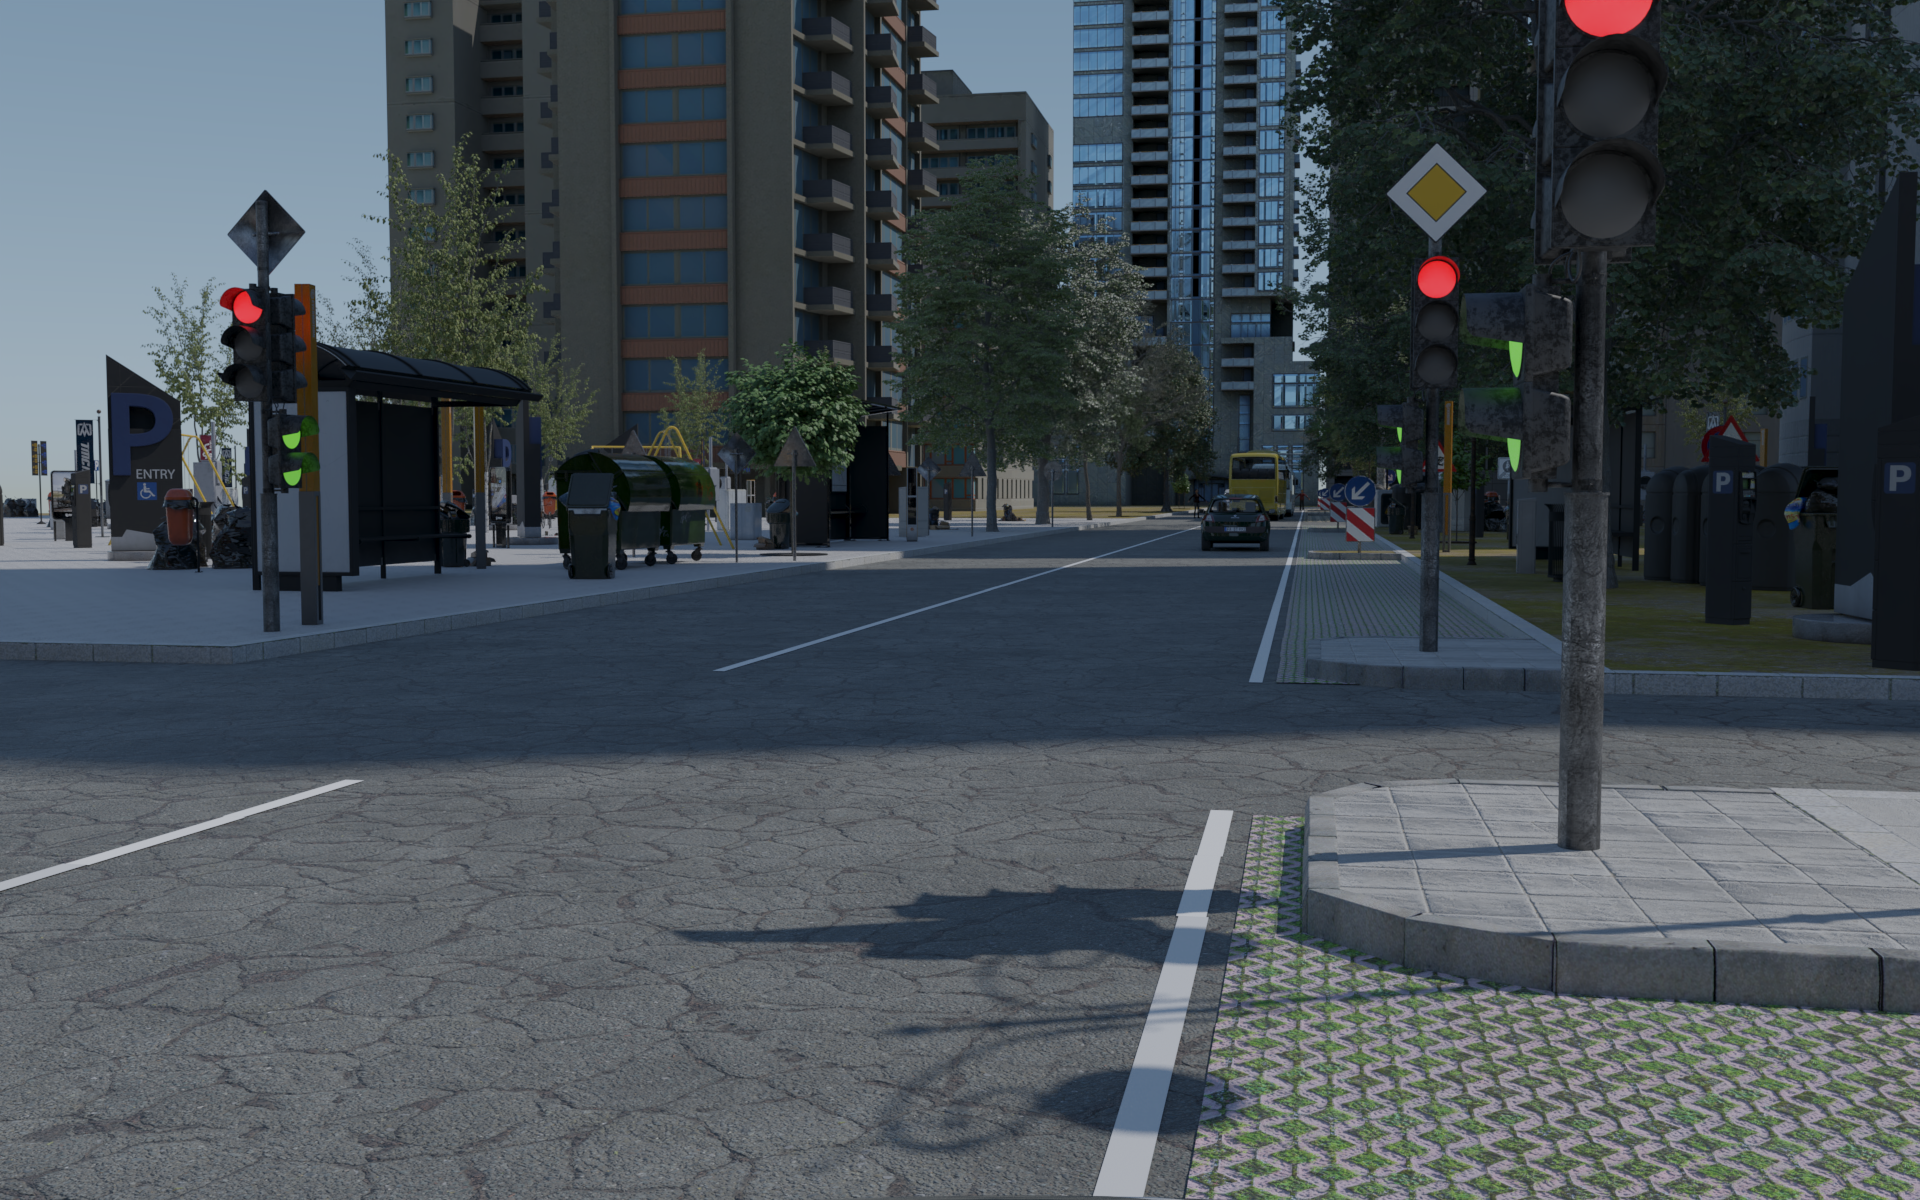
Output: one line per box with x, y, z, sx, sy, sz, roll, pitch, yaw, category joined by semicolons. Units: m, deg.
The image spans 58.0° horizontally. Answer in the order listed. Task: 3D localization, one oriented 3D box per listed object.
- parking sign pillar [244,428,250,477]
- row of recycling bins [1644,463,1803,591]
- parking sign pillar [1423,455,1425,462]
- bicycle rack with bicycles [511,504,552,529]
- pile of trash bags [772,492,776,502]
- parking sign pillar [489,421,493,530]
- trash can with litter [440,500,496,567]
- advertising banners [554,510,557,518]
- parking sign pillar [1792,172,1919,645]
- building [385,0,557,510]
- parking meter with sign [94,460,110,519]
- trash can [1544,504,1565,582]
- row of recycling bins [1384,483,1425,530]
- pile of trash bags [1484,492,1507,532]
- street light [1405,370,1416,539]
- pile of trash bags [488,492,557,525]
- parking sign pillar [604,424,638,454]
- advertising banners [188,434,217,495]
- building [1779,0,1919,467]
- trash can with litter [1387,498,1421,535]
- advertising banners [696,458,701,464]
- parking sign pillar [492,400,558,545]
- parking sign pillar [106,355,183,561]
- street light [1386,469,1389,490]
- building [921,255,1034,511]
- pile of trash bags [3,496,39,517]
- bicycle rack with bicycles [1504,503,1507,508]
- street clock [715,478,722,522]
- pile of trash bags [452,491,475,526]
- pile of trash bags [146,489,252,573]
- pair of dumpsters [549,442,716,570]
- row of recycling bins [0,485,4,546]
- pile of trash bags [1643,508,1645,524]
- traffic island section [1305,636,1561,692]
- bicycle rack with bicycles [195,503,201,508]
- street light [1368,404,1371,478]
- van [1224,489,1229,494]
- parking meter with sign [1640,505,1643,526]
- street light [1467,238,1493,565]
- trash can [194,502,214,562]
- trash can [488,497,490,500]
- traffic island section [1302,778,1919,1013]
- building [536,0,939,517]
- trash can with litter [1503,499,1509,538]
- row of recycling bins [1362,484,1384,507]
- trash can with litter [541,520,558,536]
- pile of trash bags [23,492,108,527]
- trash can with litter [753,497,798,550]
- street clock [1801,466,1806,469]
-28.567;-5.037;70.828;1.447;3.967;1.447;0;4;8;parking sign pillar
10.809;-1.064;24.506;1.069;1.692;3.534;0;4;-6;row of recycling bins
22.967;-5.925;85.339;1.447;3.967;1.447;1;4;15;parking sign pillar
-16.364;-3.139;64.700;2.852;0.926;2.925;-1;4;-10;bicycle rack with bicycles
-5.250;-3.312;63.910;3.447;1.369;1.912;1;4;9;pile of trash bags
-16.313;-4.469;61.545;1.447;3.967;1.447;0;4;1;parking sign pillar
-8.796;-1.177;30.632;0.624;1.170;1.055;3;5;39;trash can with litter
-22.710;-6.002;94.320;2.074;3.025;0.090;-1;4;-9;advertising banners
8.161;-1.635;15.204;1.447;3.967;1.447;1;4;9;parking sign pillar
-34.578;-32.209;150.314;21.600;48.544;21.300;1;4;11;building
-43.497;-5.671;88.989;1.738;3.016;0.543;0;4;-6;parking meter with sign
8.926;-0.837;25.332;0.748;1.137;0.748;0;3;0;trash can
16.781;-3.451;63.545;1.069;1.692;3.534;2;4;33;row of recycling bins
18.800;-3.043;59.501;1.912;1.369;3.447;0;4;-7;pile of trash bags
13.024;-4.704;49.700;0.468;5.910;1.993;1;4;11;street light
-18.147;-3.719;70.564;3.447;1.369;1.912;-2;4;-26;pile of trash bags
-12.967;-4.769;66.440;1.447;3.967;1.447;0;4;-2;parking sign pillar
-22.579;-3.313;50.351;0.090;3.025;2.074;3;5;41;advertising banners
41.074;-31.700;60.302;21.231;58.520;28.212;1;4;11;building
14.087;-2.661;54.898;1.055;1.170;0.624;1;4;21;trash can with litter
-13.376;-5.386;84.241;0.090;3.025;2.074;3;5;42;advertising banners
-10.971;-3.396;44.003;1.447;3.967;1.447;-1;4;-23;parking sign pillar
-15.821;-2.763;33.649;1.447;3.967;1.447;-2;4;-25;parking sign pillar
16.842;-5.837;68.229;0.468;5.910;1.993;1;4;11;street light
-10.293;-18.275;143.837;28.899;21.520;27.650;1;4;11;building
-52.989;-5.259;95.739;1.912;1.369;3.447;3;5;43;pile of trash bags
26.545;-4.256;82.970;2.925;0.926;2.852;2;4;26;bicycle rack with bicycles
-11.051;-4.550;78.959;0.358;2.002;0.471;-2;4;-33;street clock
-14.096;-2.053;43.324;3.447;1.369;1.912;-2;4;-24;pile of trash bags
-12.977;-1.218;29.667;1.912;1.369;3.447;-1;4;-11;pile of trash bags
-5.837;-1.754;31.164;1.574;2.255;4.437;1;4;11;pair of dumpsters
-24.795;-2.247;43.849;1.069;1.692;3.534;-2;4;-29;row of recycling bins
29.698;-3.960;74.499;3.447;1.369;1.912;1;4;15;pile of trash bags
3.842;0.499;14.123;2.009;0.180;2.903;1;4;11;traffic island section
-30.324;-3.339;67.974;2.925;0.926;2.852;2;4;30;bicycle rack with bicycles
20.525;-6.975;86.837;0.468;5.910;1.993;1;4;11;street light
23.657;-8.774;150.463;2.013;2.044;4.112;1;4;10;van
26.631;-4.498;69.806;1.738;3.016;0.543;3;5;42;parking meter with sign
9.248;-3.568;31.120;0.468;5.910;1.993;1;4;11;street light
-14.443;-1.285;32.664;0.748;1.137;0.748;0;3;0;trash can
-21.544;-4.139;79.327;0.748;1.137;0.748;0;3;0;trash can
2.270;0.978;6.293;2.009;0.180;2.903;1;4;11;traffic island section
-13.645;-27.752;108.366;22.147;44.769;28.867;1;4;11;building
15.204;-2.151;46.558;1.055;1.170;0.624;0;4;-4;trash can with litter
18.687;-3.971;72.036;3.534;1.692;1.069;2;4;30;row of recycling bins
-12.126;-2.600;53.570;2.233;1.210;1.678;-1;4;-14;trash can with litter
-34.400;-3.501;66.989;1.912;1.369;3.447;0;4;-7;pile of trash bags
-4.271;-1.752;40.031;0.624;1.170;1.055;2;4;30;trash can with litter
21.975;-2.478;45.078;0.358;2.002;0.471;2;4;32;street clock
